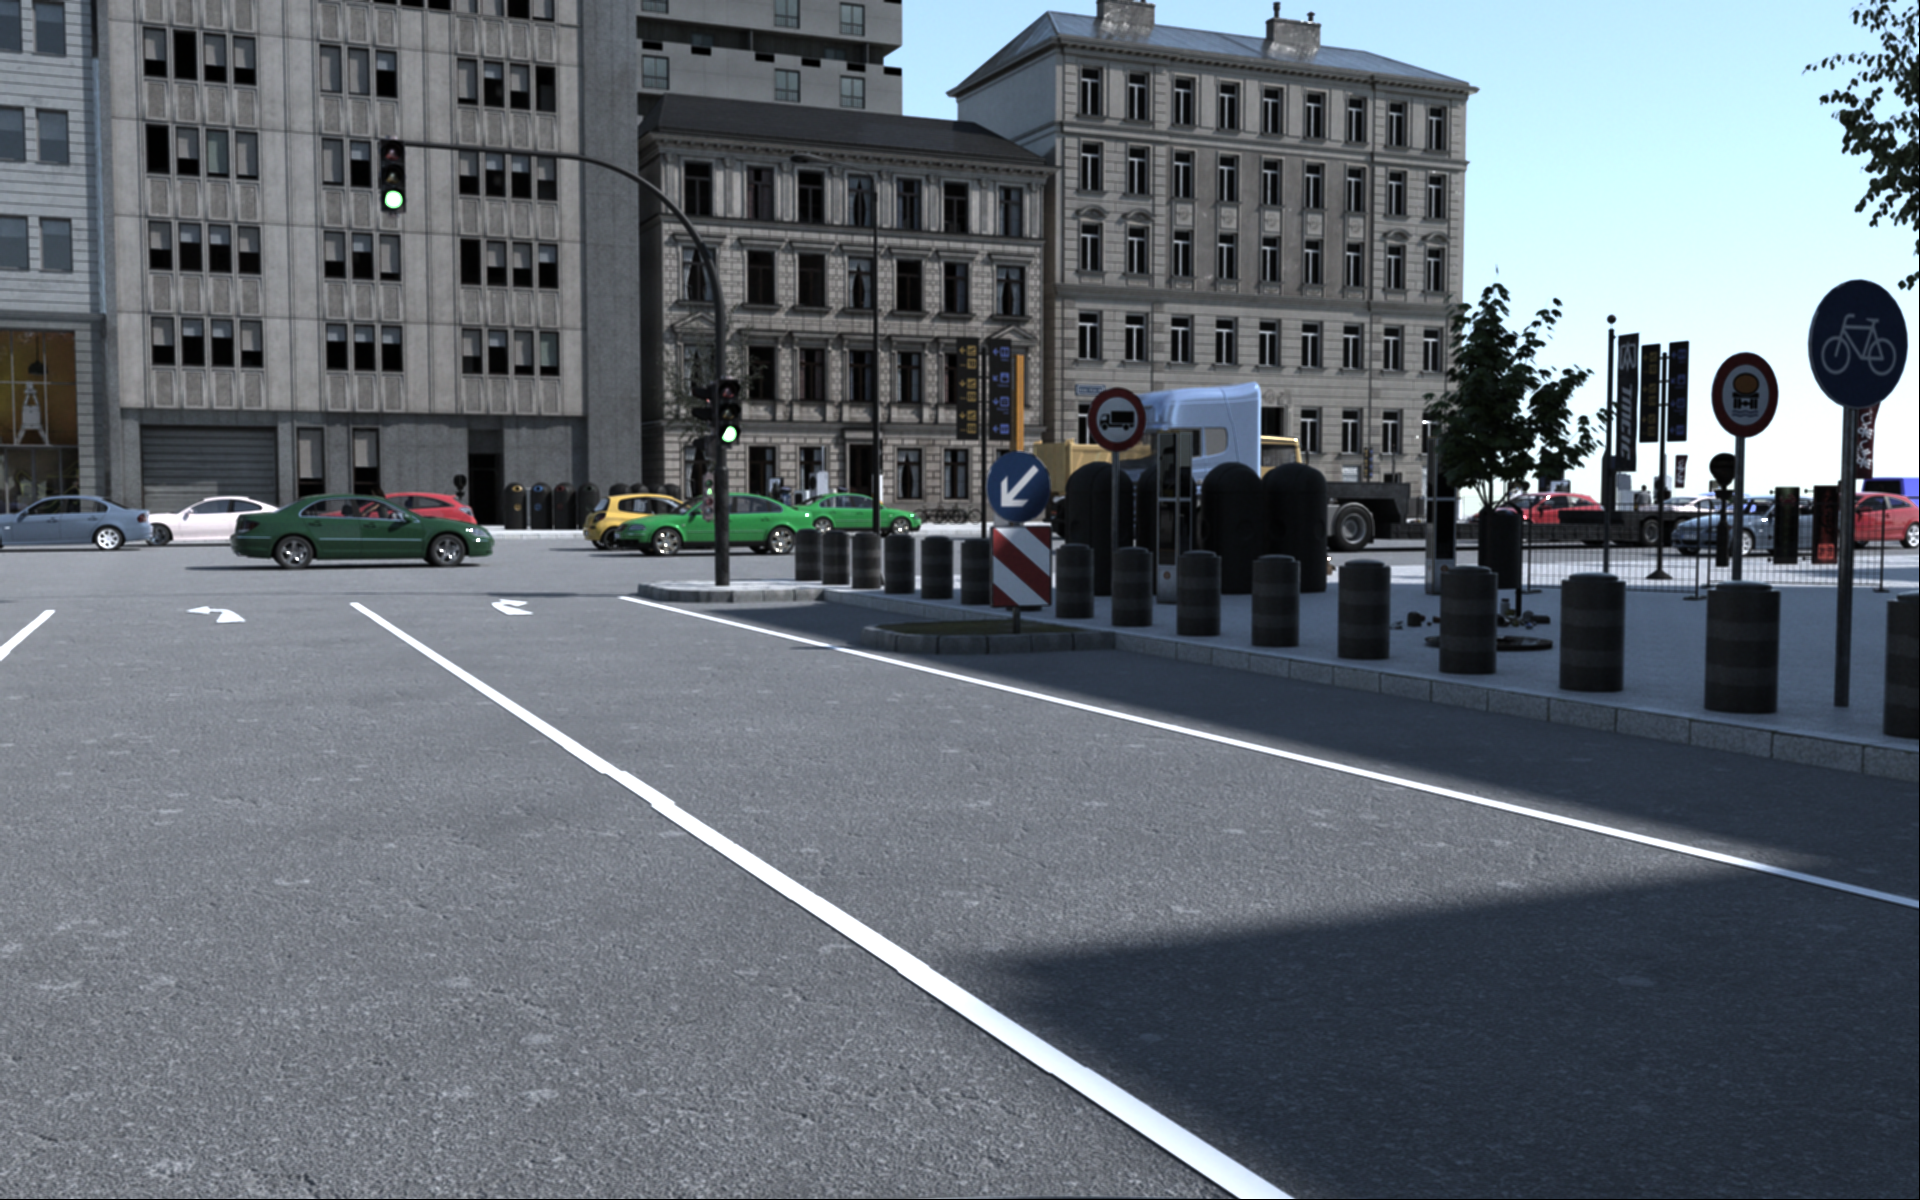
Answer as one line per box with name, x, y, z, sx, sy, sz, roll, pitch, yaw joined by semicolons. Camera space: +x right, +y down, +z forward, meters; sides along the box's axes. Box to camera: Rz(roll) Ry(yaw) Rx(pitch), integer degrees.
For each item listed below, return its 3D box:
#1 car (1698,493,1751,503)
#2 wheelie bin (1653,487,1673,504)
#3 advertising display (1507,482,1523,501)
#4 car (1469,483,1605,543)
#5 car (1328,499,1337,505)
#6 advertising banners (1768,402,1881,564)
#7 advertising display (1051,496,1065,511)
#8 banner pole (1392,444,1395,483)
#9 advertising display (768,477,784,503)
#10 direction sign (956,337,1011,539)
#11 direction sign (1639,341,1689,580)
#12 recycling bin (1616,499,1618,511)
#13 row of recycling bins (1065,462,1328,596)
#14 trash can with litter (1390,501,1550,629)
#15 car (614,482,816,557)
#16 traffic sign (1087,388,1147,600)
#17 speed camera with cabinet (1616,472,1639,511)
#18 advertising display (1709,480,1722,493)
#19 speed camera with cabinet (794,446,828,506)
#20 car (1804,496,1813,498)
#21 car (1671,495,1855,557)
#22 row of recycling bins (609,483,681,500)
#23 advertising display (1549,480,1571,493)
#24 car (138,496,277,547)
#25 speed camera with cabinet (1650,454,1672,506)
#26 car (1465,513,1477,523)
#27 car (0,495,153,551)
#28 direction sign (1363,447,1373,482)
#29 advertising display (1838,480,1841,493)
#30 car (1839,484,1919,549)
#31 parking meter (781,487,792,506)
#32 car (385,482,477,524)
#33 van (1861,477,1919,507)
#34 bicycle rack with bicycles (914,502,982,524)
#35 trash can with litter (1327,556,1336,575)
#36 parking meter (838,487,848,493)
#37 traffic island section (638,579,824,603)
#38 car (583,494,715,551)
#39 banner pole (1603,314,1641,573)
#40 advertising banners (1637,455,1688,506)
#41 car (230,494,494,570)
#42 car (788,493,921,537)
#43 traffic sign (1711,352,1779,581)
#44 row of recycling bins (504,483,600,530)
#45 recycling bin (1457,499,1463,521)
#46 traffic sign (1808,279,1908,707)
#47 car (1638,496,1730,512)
car;29.337;-3.534;67.378;3.694;1.707;1.945;-2;4;-25
wheelie bin;32.302;-4.385;79.603;0.693;1.594;0.980;0;4;-7
advertising display;28.470;-5.115;88.844;0.974;1.923;0.123;-2;4;-26
car;17.306;-2.622;51.910;4.494;1.783;2.155;-2;4;-25
car;13.719;-3.220;62.875;3.980;1.641;2.015;-2;4;-24
advertising banners;15.828;-2.171;31.678;2.074;3.025;0.090;0;4;-5
advertising display;3.894;-3.654;64.954;0.974;1.923;0.123;0;4;0
banner pole;21.836;-5.946;87.227;0.401;3.779;0.863;0;4;5
advertising display;-7.023;-3.725;66.119;0.123;1.923;0.974;-3;4;-36
direction sign;0.348;-2.030;25.192;0.876;3.537;0.379;-2;4;-26
direction sign;10.551;-2.081;26.027;0.379;3.537;0.876;-2;4;-25
recycling bin;34.151;-4.764;90.450;0.722;1.027;0.722;-2;4;-24
row of recycling bins;3.107;-0.937;22.437;3.534;1.692;1.069;-1;4;-15
trash can with litter;4.962;-0.370;17.108;2.233;1.210;1.678;-2;4;-26
car;-5.767;-1.960;40.847;4.718;1.807;1.959;-2;4;-24
traffic sign;1.867;-1.267;20.825;0.768;2.556;0.104;-1;4;-18
speed camera with cabinet;29.586;-5.057;77.014;0.660;3.252;2.038;1;4;16
advertising display;35.465;-4.644;81.151;0.974;1.923;0.123;-2;4;-28
speed camera with cabinet;-6.137;-4.705;71.262;0.660;3.252;2.038;-2;4;-32
car;35.166;-3.669;72.343;4.827;1.381;2.083;-1;4;-23
car;18.827;-1.750;40.616;4.499;1.417;2.014;-1;4;-22
row of recycling bins;-12.300;-3.726;68.031;1.069;1.692;3.534;2;4;35
advertising display;27.445;-4.529;79.266;0.123;1.923;0.974;-3;5;-42
car;-20.846;-2.209;48.481;4.827;1.381;2.083;-1;4;-22
speed camera with cabinet;34.230;-5.599;85.873;0.660;3.252;2.038;-2;4;-34
car;18.922;-2.748;57.285;4.827;1.381;2.083;-2;4;-26
car;-22.918;-1.949;43.864;4.499;1.417;2.014;-1;4;-22
direction sign;19.762;-5.622;83.920;0.379;3.537;0.876;3;5;40
advertising display;41.721;-4.704;82.118;0.123;1.923;0.974;2;4;32
car;23.417;-2.241;45.675;4.494;1.783;2.155;-2;4;-25
parking meter;-6.007;-3.146;59.842;0.372;1.533;0.369;0;3;0
car;-15.394;-2.313;46.857;4.494;1.783;2.155;-1;4;-23
van;35.773;-3.649;64.038;5.245;2.365;2.240;-2;4;-25
bicycle rack with bicycles;-0.503;-3.729;74.350;2.925;0.926;2.852;0;4;4
trash can with litter;5.448;-0.982;27.439;1.055;1.170;0.624;-3;5;-41
parking meter;-4.202;-3.290;62.200;0.372;1.533;0.369;0;3;0
traffic island section;-3.318;-0.121;24.260;2.009;0.180;2.903;-2;4;-24
car;-7.725;-2.122;44.922;3.980;1.641;2.015;-1;4;-22
banner pole;9.139;-2.080;24.029;0.401;3.779;0.863;-1;4;-14
advertising banners;31.421;-4.972;77.486;2.074;3.025;0.090;1;4;22
car;-11.690;-1.361;34.056;4.920;1.459;2.131;-2;4;-24
car;-3.555;-2.960;57.186;4.718;1.807;1.959;-2;4;-25
traffic sign;7.032;-0.950;15.636;0.768;2.556;0.104;-1;4;-21
row of recycling bins;-14.702;-3.383;62.421;3.534;1.692;1.069;0;4;5
recycling bin;23.956;-4.367;83.960;0.722;1.027;0.722;2;4;31
traffic sign;5.329;-0.629;10.394;0.768;2.556;0.104;-1;4;-20
car;24.857;-2.789;57.969;4.827;1.381;2.083;-2;4;-25
